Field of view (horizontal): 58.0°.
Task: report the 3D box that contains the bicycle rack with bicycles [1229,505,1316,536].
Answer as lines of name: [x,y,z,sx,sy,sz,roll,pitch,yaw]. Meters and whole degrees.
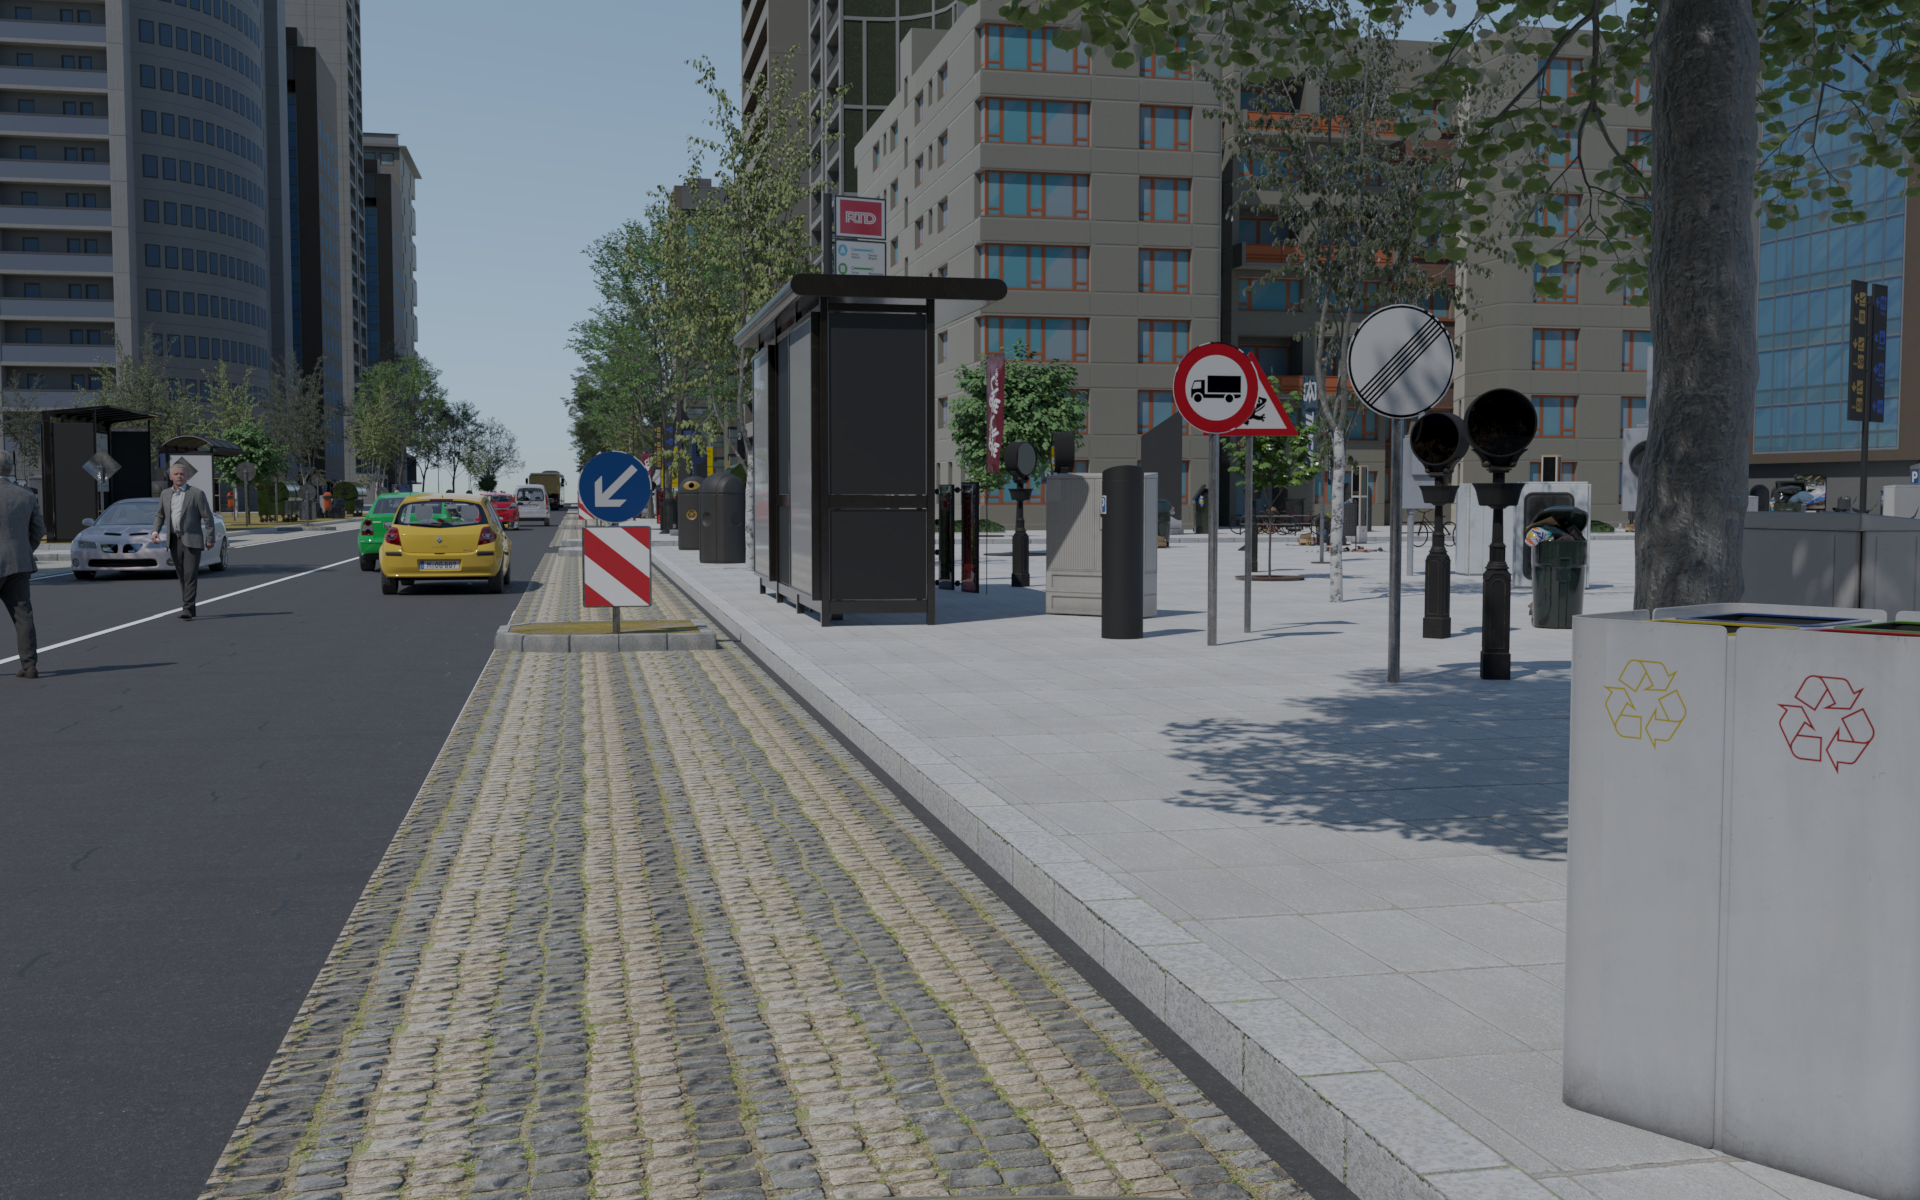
bicycle rack with bicycles: [9.852,-2.520,54.582,2.925,0.926,2.852,2,4,29]

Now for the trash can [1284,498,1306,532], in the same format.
trash can: [11.454,-2.912,59.263,0.748,1.137,0.748,0,3,0]

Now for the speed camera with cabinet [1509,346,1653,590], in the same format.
speed camera with cabinet: [8.528,-1.770,23.279,2.038,3.252,0.660,1,4,19]

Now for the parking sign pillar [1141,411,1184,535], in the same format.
parking sign pillar: [6.355,-4.049,54.672,1.447,3.967,1.447,0,4,6]

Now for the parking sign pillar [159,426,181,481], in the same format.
parking sign pillar: [-30.841,-4.912,68.780,1.447,3.967,1.447,-2,4,-25]

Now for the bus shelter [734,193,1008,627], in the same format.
bus shelter: [-1.488,-2.645,20.871,2.179,5.291,8.768,-1,4,-13]

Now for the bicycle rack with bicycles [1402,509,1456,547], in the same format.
bicycle rack with bicycles: [11.956,-1.719,41.490,2.925,0.926,2.852,-3,4,-36]

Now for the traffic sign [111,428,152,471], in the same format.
traffic sign: [-25.981,-3.626,53.151,2.265,3.308,0.079,0,4,-4]

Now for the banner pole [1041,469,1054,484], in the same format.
banner pole: [2.785,-3.817,52.417,0.863,3.779,0.401,-2,4,-32]

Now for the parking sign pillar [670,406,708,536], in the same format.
parking sign pillar: [-8.254,-3.977,53.503,1.447,3.967,1.447,1,4,16]

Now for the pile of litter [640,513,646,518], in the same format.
pile of litter: [-17.605,-4.874,93.647,1.176,0.858,1.719,-2,4,-30]

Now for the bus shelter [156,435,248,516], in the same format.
bus shelter: [-27.088,-4.173,62.146,2.014,3.302,5.546,-1,4,-12]

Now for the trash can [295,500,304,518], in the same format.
trash can: [-35.859,-5.052,94.253,0.748,1.137,0.748,0,3,0]

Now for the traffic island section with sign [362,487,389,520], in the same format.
traffic island section with sign: [-31.305,-5.221,93.986,1.989,1.847,2.006,-1,4,-12]

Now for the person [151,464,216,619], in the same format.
person: [-8.903,-0.667,19.809,0.661,1.777,0.834,0,4,-7]

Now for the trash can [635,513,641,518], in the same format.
trash can: [-17.191,-4.894,91.664,0.748,1.137,0.748,0,3,0]

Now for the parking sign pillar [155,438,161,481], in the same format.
parking sign pillar: [-38.230,-5.820,83.632,1.447,3.967,1.447,1,4,8]

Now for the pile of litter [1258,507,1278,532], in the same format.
pile of litter: [10.285,-2.726,58.529,1.176,0.858,1.719,0,4,1]

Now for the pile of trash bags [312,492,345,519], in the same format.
pile of trash bags: [-33.116,-4.939,90.502,1.912,1.369,3.447,-2,4,-24]

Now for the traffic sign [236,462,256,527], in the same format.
traffic sign: [-28.147,-4.170,68.279,0.768,2.556,0.104,0,4,-3]

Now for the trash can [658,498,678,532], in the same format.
trash can: [-9.724,-2.828,57.886,0.748,1.137,0.748,0,3,0]

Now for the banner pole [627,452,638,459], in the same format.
banner pole: [-19.781,-6.994,104.375,0.863,3.779,0.401,-1,4,-14]

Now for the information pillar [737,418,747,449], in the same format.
information pillar: [-6.715,-3.796,53.419,0.183,3.616,0.504,-3,4,-38]

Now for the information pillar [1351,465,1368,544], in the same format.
information pillar: [10.290,-2.454,44.612,0.304,2.012,0.304,-2,4,-35]

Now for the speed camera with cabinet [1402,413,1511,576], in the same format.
speed camera with cabinet: [7.875,-2.016,27.291,2.038,3.252,0.660,0,4,-4]

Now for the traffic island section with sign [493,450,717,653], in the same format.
traffic island section with sign: [-3.406,-0.483,16.518,1.989,1.847,2.006,-1,4,-12]

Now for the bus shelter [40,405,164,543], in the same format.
bus shelter: [-23.878,-3.497,48.464,1.731,3.624,6.357,-1,4,-12]

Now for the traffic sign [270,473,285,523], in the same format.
traffic sign: [-30.267,-4.683,76.675,0.768,2.556,0.104,0,4,-7]

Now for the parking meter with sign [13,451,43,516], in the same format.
parking meter with sign: [-37.628,-4.555,70.735,1.738,3.016,0.543,-2,4,-24]

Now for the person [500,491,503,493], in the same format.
person: [-40.033,-8.671,150.957,1.217,1.739,0.721,2,4,24]

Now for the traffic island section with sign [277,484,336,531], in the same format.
traffic island section with sign: [-25.494,-3.611,67.662,1.989,1.847,2.006,-1,4,-12]

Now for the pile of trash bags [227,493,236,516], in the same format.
pile of trash bags: [-43.846,-5.567,100.768,3.447,1.369,1.912,-2,4,-29]

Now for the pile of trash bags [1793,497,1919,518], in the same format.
pile of trash bags: [14.327,-1.047,26.870,3.447,1.369,1.912,-1,4,-22]

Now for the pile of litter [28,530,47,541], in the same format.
pile of litter: [-25.656,-2.044,47.388,1.176,0.858,1.719,-2,4,-27]

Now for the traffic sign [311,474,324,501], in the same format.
traffic sign: [-40.057,-6.602,108.044,0.768,2.556,0.104,0,4,-8]

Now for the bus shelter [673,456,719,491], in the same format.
bus shelter: [-12.374,-5.273,80.144,2.014,3.302,5.546,-1,4,-12]

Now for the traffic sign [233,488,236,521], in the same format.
traffic sign: [-34.466,-5.023,82.229,0.768,2.556,0.104,0,4,-8]

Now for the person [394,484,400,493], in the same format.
person: [-20.405,-3.307,62.849,0.678,1.792,0.850,-3,5,-43]

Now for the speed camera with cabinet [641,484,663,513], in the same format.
speed camera with cabinet: [-18.432,-6.623,102.616,2.038,3.252,0.660,1,4,10]

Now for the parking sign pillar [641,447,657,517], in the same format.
parking sign pillar: [-17.844,-6.724,98.415,1.447,3.967,1.447,-1,4,-9]

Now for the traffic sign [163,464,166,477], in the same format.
traffic sign: [-30.326,-4.077,66.764,0.768,2.556,0.104,0,4,-4]

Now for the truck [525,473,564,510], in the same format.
truck: [-37.463,-9.800,156.149,3.469,3.379,9.791,-1,4,-13]

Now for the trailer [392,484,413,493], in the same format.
trailer: [-32.612,-5.758,101.191,1.471,1.999,3.904,-1,4,-13]

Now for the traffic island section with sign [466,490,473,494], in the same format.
traffic island section with sign: [-48.155,-9.883,170.216,1.989,1.847,2.006,-1,4,-12]

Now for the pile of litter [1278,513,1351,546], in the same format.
pile of litter: [8.942,-1.791,43.242,1.719,0.858,1.176,0,4,4]

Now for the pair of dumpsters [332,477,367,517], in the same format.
pair of dumpsters: [-34.867,-5.889,98.778,1.574,2.255,4.437,-1,4,-12]

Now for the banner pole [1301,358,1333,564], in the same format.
banner pole: [6.580,-2.575,32.115,0.401,3.779,0.863,-2,4,-28]

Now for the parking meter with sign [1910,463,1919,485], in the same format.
parking meter with sign: [24.153,-2.876,43.284,1.738,3.016,0.543,0,4,-2]

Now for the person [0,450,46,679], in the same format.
person: [-7.563,-0.285,13.560,0.834,1.777,0.661,2,4,24]

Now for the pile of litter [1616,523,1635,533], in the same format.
pile of litter: [22.816,-2.696,58.045,1.719,0.858,1.176,2,4,24]

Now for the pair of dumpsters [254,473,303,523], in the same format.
pair of dumpsters: [-31.301,-4.714,79.569,1.574,2.255,4.437,-1,4,-12]

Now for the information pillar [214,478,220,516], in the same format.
information pillar: [-34.553,-4.643,80.412,0.304,2.012,0.304,-3,5,-39]

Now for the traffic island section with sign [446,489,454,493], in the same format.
traffic island section with sign: [-42.338,-8.273,143.893,1.989,1.847,2.006,-1,4,-12]

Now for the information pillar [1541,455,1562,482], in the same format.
information pillar: [11.114,-1.719,32.602,0.304,2.012,0.304,2,4,32]
